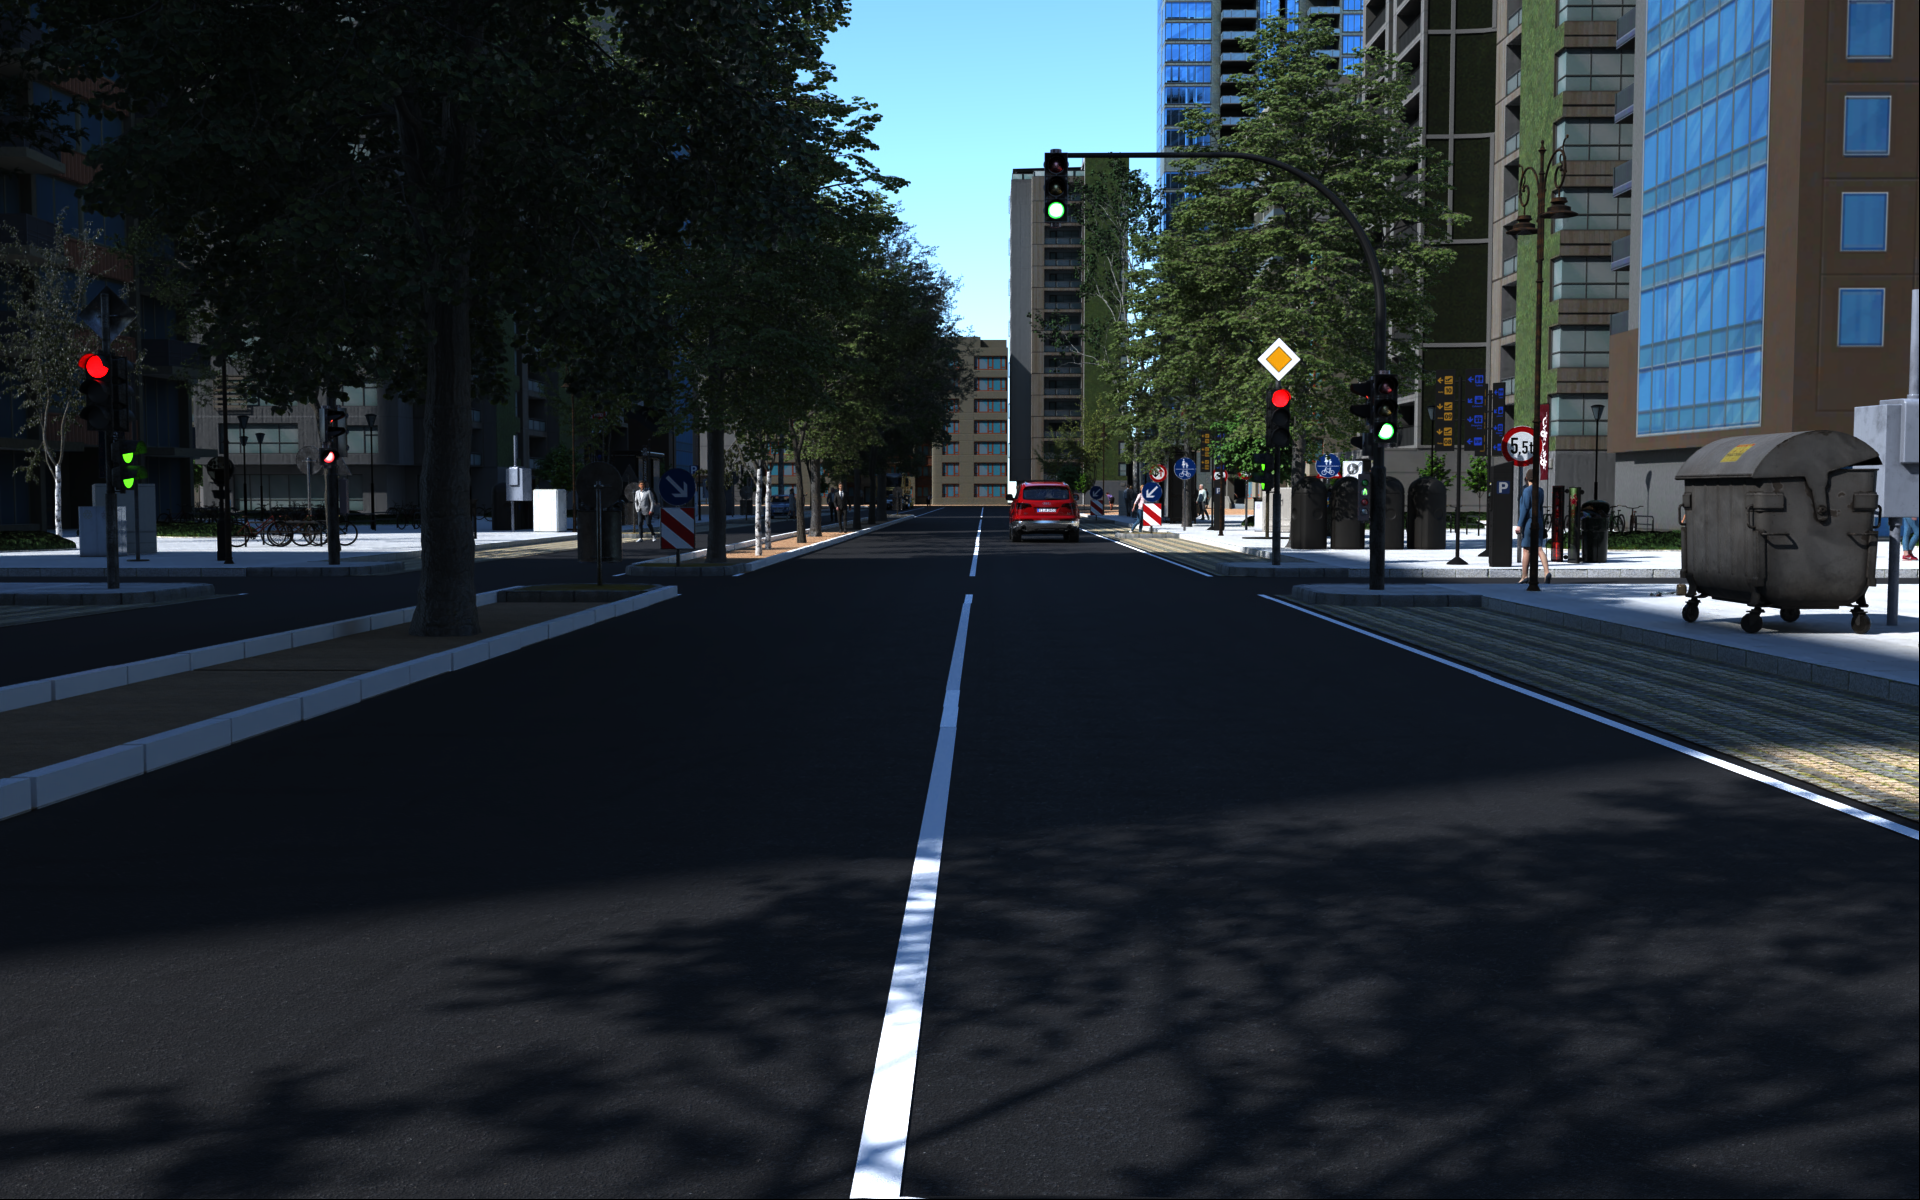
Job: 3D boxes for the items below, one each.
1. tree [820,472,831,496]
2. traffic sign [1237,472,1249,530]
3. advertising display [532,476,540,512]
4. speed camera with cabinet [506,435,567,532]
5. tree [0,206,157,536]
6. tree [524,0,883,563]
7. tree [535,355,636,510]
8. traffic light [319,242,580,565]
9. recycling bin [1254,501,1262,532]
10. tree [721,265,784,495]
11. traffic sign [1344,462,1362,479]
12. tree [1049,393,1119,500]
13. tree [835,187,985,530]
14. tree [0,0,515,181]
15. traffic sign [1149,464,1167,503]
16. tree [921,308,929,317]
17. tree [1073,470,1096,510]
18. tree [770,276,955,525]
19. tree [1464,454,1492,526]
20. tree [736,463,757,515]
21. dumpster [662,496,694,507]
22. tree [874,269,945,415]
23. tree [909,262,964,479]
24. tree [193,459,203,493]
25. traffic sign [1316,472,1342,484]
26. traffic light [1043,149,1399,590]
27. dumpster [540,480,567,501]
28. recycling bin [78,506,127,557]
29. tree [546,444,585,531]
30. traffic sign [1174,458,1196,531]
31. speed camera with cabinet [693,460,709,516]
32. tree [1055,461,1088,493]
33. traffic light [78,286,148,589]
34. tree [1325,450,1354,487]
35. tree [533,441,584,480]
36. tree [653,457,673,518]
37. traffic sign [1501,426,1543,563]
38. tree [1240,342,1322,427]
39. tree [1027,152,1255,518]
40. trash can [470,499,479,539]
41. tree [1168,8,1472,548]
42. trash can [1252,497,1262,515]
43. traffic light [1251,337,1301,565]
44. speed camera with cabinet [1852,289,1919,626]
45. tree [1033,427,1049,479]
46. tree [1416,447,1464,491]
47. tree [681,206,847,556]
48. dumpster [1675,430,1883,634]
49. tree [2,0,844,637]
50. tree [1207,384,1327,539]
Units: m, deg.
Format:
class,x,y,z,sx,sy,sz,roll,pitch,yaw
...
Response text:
class,x,y,z,sx,sy,sz,roll,pitch,yaw
tree,-12.203,-9.770,154.347,1.663,3.219,1.824,0,3,0
traffic sign,10.235,-3.777,61.854,0.768,2.556,0.104,0,4,6
advertising display,-15.484,-3.550,63.264,0.123,1.923,0.974,0,4,-5
speed camera with cabinet,-14.297,-3.921,58.440,2.038,3.252,0.660,1,4,20
tree,-23.454,-5.796,45.129,4.360,8.622,3.978,0,3,0
tree,-4.869,-6.934,33.955,7.486,12.596,7.792,0,3,0
tree,-14.124,-7.183,67.810,4.737,8.622,4.395,0,3,0
traffic light,-9.275,-3.470,31.400,4.771,5.953,1.251,0,4,1
recycling bin,10.519,-2.839,58.968,0.722,1.027,0.722,-3,5,-43
tree,-10.959,-16.101,119.145,12.611,20.169,13.585,0,3,0
traffic sign,12.166,-3.155,53.721,0.606,2.300,0.079,0,4,1
tree,9.434,-10.685,125.068,4.737,8.622,4.395,0,3,0
tree,-4.106,-9.551,68.978,12.009,13.543,11.850,0,3,0
tree,-5.087,-4.386,8.576,8.767,10.594,7.601,0,4,1
traffic sign,8.411,-4.492,73.558,0.768,2.556,0.104,0,4,4
tree,-4.937,-8.412,58.120,7.486,12.596,7.792,0,3,0
tree,9.723,-8.721,137.189,1.663,3.219,1.824,0,3,0
tree,-4.026,-9.328,80.722,9.928,11.665,9.643,0,3,0
tree,21.107,-4.655,70.703,1.663,3.219,1.824,0,3,0
tree,-13.055,-6.821,106.126,1.663,3.219,1.824,0,3,0
dumpster,-13.028,-4.543,80.028,1.264,1.857,1.865,0,4,1
tree,-4.589,-6.953,50.546,8.767,10.594,7.601,0,4,1
tree,-4.197,-11.155,91.489,9.857,13.997,8.962,0,3,0
tree,-44.263,-7.053,99.035,4.285,4.588,4.351,0,3,0
traffic sign,12.449,-3.576,58.479,0.884,2.594,0.081,0,4,3
traffic light,3.483,-2.960,23.069,4.771,5.953,1.251,0,4,1
dumpster,-17.414,-4.126,73.221,1.264,1.857,1.865,0,4,1
recycling bin,-17.606,-1.408,35.583,0.722,1.027,0.722,-1,4,-9
tree,-14.068,-4.067,61.099,1.663,3.219,1.824,0,3,0
traffic sign,7.857,-3.695,60.518,0.768,2.556,0.104,1,4,8
speed camera with cabinet,-15.138,-6.455,99.883,2.038,3.252,0.660,-1,4,-21
tree,11.006,-11.436,170.699,4.285,4.588,4.351,0,3,0
traffic light,-11.484,-2.109,23.411,0.839,4.253,0.868,0,4,1
tree,16.683,-4.915,74.968,1.663,3.219,1.824,0,3,0
tree,-23.985,-7.400,104.696,4.285,4.588,4.351,0,3,0
tree,-15.685,-5.926,91.493,1.663,3.219,1.824,0,3,0
traffic sign,10.467,-1.972,32.344,0.768,2.556,0.104,0,4,5
tree,14.347,-7.847,78.661,4.737,8.622,4.395,0,3,0
tree,10.047,-14.594,94.498,12.611,20.169,13.585,0,3,0
trash can,-13.520,-2.181,47.312,0.748,1.137,0.748,0,3,0
tree,8.237,-7.544,41.472,7.486,12.596,7.792,0,3,0
trash can,13.156,-3.922,75.776,0.748,1.137,0.748,0,3,0
traffic light,5.692,-2.584,31.164,0.839,4.253,0.868,0,4,1
speed camera with cabinet,9.928,-1.391,17.082,2.038,3.252,0.660,0,4,-5
tree,9.955,-14.119,181.203,4.737,8.622,4.395,0,3,0
tree,19.233,-4.602,69.839,1.663,3.219,1.824,0,3,0
tree,-4.675,-5.337,40.085,4.360,8.622,3.978,0,3,0
dumpster,7.804,-0.661,16.563,1.264,1.857,1.865,0,4,1
tree,-5.243,-6.616,17.288,9.857,13.997,8.962,0,3,0
tree,8.932,-4.041,49.782,4.285,4.588,4.351,0,3,0
